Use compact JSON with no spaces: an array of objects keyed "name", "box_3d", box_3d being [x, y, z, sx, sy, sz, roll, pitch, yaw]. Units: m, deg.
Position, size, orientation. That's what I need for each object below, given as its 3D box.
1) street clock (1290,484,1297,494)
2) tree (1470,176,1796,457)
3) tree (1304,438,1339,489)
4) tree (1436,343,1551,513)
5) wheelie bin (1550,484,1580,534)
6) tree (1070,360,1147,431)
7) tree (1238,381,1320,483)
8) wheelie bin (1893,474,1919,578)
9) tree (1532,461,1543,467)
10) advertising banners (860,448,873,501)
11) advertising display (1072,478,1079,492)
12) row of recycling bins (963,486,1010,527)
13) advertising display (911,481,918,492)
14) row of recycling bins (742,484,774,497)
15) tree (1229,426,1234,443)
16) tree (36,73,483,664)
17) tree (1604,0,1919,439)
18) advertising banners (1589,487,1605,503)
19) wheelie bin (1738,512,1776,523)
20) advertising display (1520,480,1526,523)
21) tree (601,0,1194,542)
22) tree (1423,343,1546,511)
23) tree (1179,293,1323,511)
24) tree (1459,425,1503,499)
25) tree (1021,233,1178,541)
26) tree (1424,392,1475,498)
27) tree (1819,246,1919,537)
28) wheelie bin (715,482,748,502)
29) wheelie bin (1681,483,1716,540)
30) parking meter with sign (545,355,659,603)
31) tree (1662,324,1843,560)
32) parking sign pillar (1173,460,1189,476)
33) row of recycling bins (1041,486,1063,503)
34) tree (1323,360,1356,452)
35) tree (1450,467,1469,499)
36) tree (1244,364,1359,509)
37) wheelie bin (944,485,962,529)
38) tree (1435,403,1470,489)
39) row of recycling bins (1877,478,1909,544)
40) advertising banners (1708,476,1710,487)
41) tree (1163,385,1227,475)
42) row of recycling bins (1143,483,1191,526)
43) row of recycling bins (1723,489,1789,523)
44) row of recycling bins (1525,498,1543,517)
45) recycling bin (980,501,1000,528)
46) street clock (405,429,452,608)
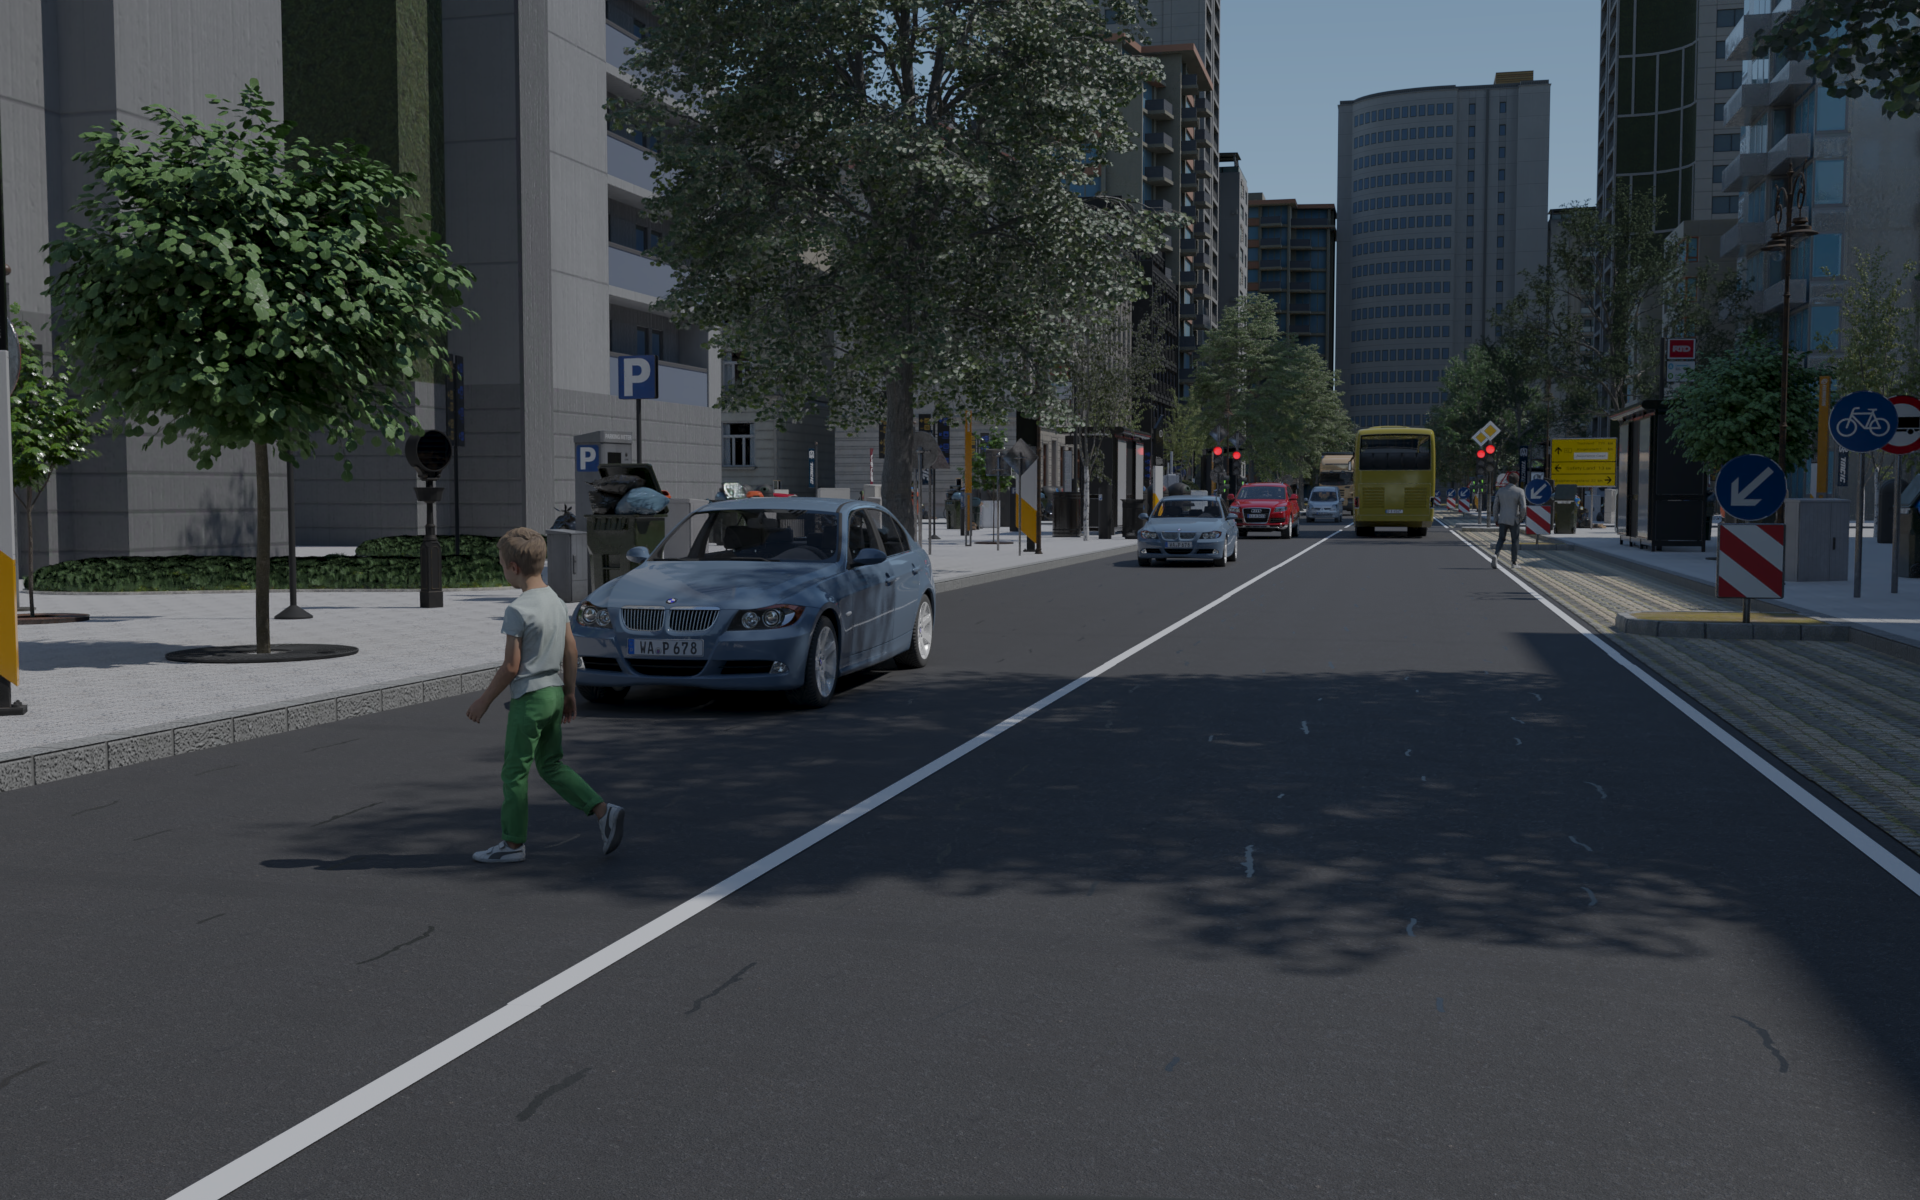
[{"name":"street clock","box_3d":[23.856,-7.295,123.840,0.471,2.002,0.358,-2,4,-28]},{"name":"tree","box_3d":[19.542,-7.075,50.090,8.767,10.594,7.601,1,4,18]},{"name":"tree","box_3d":[38.570,-14.263,183.564,4.360,8.622,3.978,0,3,0]},{"name":"tree","box_3d":[35.642,-11.618,115.705,9.928,11.665,9.643,0,3,0]},{"name":"wheelie bin","box_3d":[19.462,-2.922,55.688,0.980,1.594,0.693,2,4,32]},{"name":"tree","box_3d":[7.977,-8.901,95.890,4.737,8.622,4.395,0,3,0]},{"name":"tree","box_3d":[20.075,-9.713,109.163,4.737,8.622,4.395,0,3,0]},{"name":"wheelie bin","box_3d":[14.782,-1.142,26.586,0.693,1.594,0.980,0,4,7]},{"name":"tree","box_3d":[47.593,-9.548,139.820,4.285,4.588,4.351,0,3,0]},{"name":"advertising banners","box_3d":[-3.485,-4.212,65.059,0.090,3.025,2.074,1,4,11]},{"name":"advertising display","box_3d":[4.897,-3.992,70.484,0.123,1.923,0.974,3,5,40]},{"name":"row of recycling bins","box_3d":[1.115,-3.762,68.622,1.069,1.692,3.534,-2,4,-31]},{"name":"advertising display","box_3d":[-2.437,-4.838,84.309,0.974,1.923,0.123,-1,4,-21]},{"name":"row of recycling bins","box_3d":[-9.396,-3.950,71.703,3.534,1.692,1.069,1,4,12]},{"name":"tree","box_3d":[18.962,-11.257,134.415,4.737,8.622,4.395,0,3,0]},{"name":"tree","box_3d":[-5.509,-1.827,13.587,4.285,4.588,4.351,0,3,0]},{"name":"tree","box_3d":[9.025,-6.309,9.800,9.857,13.997,8.962,0,3,0]},{"name":"advertising banners","box_3d":[37.940,-6.423,101.210,2.074,3.025,0.090,2,4,26]},{"name":"wheelie bin","box_3d":[17.072,-1.789,37.161,0.980,1.594,0.693,-3,5,-42]},{"name":"advertising display","box_3d":[25.043,-4.394,77.056,0.123,1.923,0.974,1,4,23]},{"name":"tree","box_3d":[-0.974,-7.410,27.812,9.857,13.997,8.962,0,3,0]},{"name":"tree","box_3d":[40.002,-13.143,131.891,9.611,12.733,9.660,0,3,0]},{"name":"tree","box_3d":[16.199,-11.024,98.369,7.486,12.596,7.792,0,3,0]},{"name":"tree","box_3d":[51.817,-13.821,176.336,4.737,8.622,4.395,0,3,0]},{"name":"tree","box_3d":[3.694,-5.919,47.143,4.360,8.622,3.978,0,3,0]},{"name":"tree","box_3d":[54.830,-16.757,192.107,7.486,12.596,7.792,0,3,0]},{"name":"tree","box_3d":[27.191,-6.155,50.999,4.737,8.622,4.395,0,3,0]},{"name":"wheelie bin","box_3d":[-6.239,-2.397,47.102,0.980,1.594,0.693,-3,5,-42]},{"name":"wheelie bin","box_3d":[20.457,-2.446,47.895,0.980,1.594,0.693,-2,4,-31]},{"name":"parking meter with sign","box_3d":[-4.366,-1.519,21.097,0.543,3.016,1.738,1,4,23]},{"name":"tree","box_3d":[15.391,-3.052,33.608,4.285,4.588,4.351,0,3,0]},{"name":"parking sign pillar","box_3d":[15.175,-8.058,120.220,1.447,3.967,1.447,1,4,21]},{"name":"row of recycling bins","box_3d":[4.832,-4.998,88.823,1.069,1.692,3.534,1,4,21]},{"name":"tree","box_3d":[25.850,-12.992,130.546,7.486,12.596,7.792,0,3,0]},{"name":"tree","box_3d":[58.591,-15.493,203.677,4.360,8.622,3.978,0,3,0]},{"name":"tree","box_3d":[29.174,-14.147,148.310,9.611,12.733,9.660,0,3,0]},{"name":"wheelie bin","box_3d":[-0.144,-3.373,63.061,0.693,1.594,0.980,-3,5,-40]},{"name":"tree","box_3d":[28.810,-9.369,87.599,7.601,10.594,8.767,-2,4,-31]},{"name":"row of recycling bins","box_3d":[25.126,-2.255,43.984,1.069,1.692,3.534,-3,4,-36]},{"name":"advertising banners","box_3d":[60.008,-8.649,137.606,2.074,3.025,0.090,0,4,-3]},{"name":"tree","box_3d":[14.852,-10.051,114.697,4.737,8.622,4.395,0,3,0]},{"name":"row of recycling bins","box_3d":[6.649,-3.347,61.841,3.534,1.692,1.069,-2,4,-27]},{"name":"row of recycling bins","box_3d":[34.427,-4.148,74.938,1.069,1.692,3.534,-1,4,-15]},{"name":"row of recycling bins","box_3d":[28.296,-4.792,85.468,1.069,1.692,3.534,-1,4,-11]},{"name":"recycling bin","box_3d":[1.068,-3.231,65.380,0.722,1.027,0.722,-1,4,-17]},{"name":"street clock","box_3d":[-5.972,-0.914,19.515,0.358,2.002,0.471,3,5,40]}]
